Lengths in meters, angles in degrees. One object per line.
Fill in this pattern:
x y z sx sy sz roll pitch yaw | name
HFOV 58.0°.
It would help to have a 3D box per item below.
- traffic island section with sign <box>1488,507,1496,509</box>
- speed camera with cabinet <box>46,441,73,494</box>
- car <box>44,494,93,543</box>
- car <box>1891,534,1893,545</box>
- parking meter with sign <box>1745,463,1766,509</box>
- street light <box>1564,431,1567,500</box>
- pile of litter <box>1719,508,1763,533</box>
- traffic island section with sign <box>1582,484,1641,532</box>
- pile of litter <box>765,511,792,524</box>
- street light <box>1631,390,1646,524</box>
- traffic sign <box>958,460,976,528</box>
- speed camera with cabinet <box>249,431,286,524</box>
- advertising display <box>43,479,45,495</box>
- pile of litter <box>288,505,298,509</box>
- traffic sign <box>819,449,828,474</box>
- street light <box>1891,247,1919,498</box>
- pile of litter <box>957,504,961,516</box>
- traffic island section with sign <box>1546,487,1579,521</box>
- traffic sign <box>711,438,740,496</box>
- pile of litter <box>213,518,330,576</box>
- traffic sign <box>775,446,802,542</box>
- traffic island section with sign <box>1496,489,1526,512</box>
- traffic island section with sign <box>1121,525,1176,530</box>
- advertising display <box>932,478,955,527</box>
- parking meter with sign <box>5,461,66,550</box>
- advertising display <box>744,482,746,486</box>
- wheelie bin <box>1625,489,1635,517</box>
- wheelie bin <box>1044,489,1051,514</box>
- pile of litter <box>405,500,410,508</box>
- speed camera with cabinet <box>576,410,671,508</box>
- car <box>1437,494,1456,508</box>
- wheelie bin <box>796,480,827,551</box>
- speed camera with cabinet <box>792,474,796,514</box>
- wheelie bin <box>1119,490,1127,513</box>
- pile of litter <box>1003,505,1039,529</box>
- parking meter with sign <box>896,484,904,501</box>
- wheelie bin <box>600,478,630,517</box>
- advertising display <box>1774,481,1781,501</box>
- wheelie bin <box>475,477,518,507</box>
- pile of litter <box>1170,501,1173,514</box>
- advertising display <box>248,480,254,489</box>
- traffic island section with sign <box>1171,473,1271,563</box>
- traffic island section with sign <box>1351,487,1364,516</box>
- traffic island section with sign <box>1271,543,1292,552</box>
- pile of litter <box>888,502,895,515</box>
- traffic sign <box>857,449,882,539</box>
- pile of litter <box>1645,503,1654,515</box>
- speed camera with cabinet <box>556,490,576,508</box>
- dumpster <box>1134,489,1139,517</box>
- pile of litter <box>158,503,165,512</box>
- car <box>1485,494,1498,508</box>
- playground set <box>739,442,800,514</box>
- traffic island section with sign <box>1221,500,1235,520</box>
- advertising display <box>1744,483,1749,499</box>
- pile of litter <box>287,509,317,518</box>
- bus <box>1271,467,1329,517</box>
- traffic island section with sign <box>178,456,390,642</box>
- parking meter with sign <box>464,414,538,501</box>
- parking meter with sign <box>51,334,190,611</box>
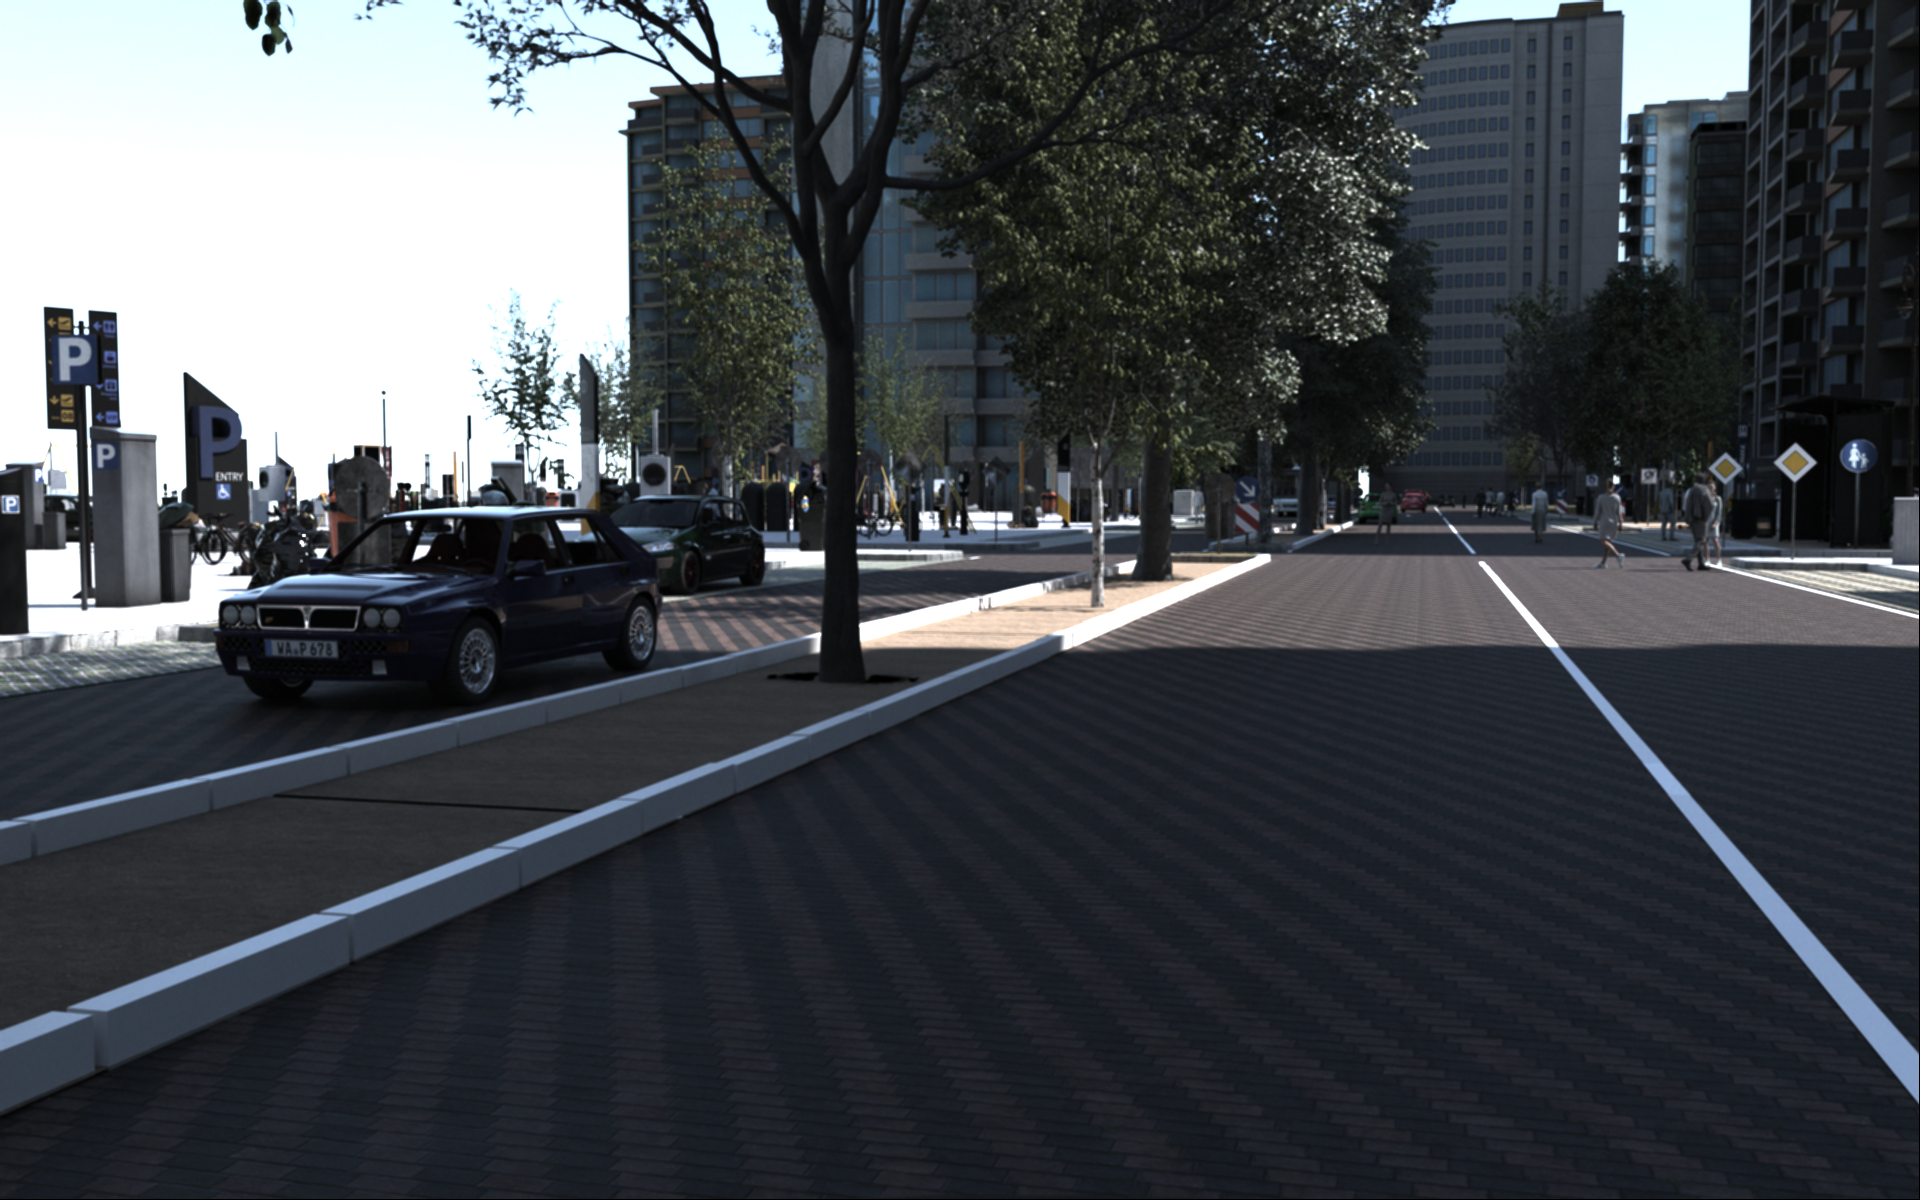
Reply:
51.546 -9.610 165.755 1.989 1.847 2.006 1 4 15 | traffic island section with sign
-33.115 -4.245 63.743 0.660 3.252 2.038 -2 4 -35 | speed camera with cabinet
-23.936 -2.285 47.147 4.222 1.686 2.009 1 4 15 | car
22.087 -1.672 36.132 4.718 1.807 1.959 1 4 13 | car
44.477 -6.129 96.473 1.738 3.016 0.543 -1 4 -15 | parking meter with sign
39.511 -8.571 112.927 0.468 5.910 1.993 1 4 15 | street light
25.845 -2.649 57.283 1.719 0.858 1.176 -1 4 -12 | pile of litter
24.889 -3.519 66.171 1.989 1.847 2.006 1 4 15 | traffic island section with sign
-7.959 -3.666 73.911 1.719 0.858 1.176 -1 4 -13 | pile of litter
29.434 -6.265 75.214 0.468 5.910 1.993 1 4 15 | street light
0.241 -3.961 64.862 0.768 2.556 0.104 2 4 25 | traffic sign
-22.028 -3.685 54.579 2.038 3.252 0.660 3 5 41 | speed camera with cabinet
-38.156 -4.039 71.258 0.123 1.923 0.974 3 4 39 | advertising display
-26.598 -3.327 68.354 1.176 0.858 1.719 -1 4 -10 | pile of litter
-3.516 -2.886 47.299 0.768 2.556 0.104 1 4 22 | traffic sign
17.930 -3.660 32.621 0.468 5.910 1.993 1 4 15 | street light
-0.084 -5.518 104.183 1.176 0.858 1.719 3 4 36 | pile of litter
31.922 -5.126 92.439 1.989 1.847 2.006 1 4 15 | traffic island section with sign
-5.374 -2.414 39.572 0.768 2.556 0.104 2 4 24 | traffic sign
-10.967 -0.825 27.458 1.719 0.858 1.176 2 4 25 | pile of litter
-4.584 -2.819 46.194 0.768 2.556 0.104 1 4 19 | traffic sign
44.569 -8.018 139.715 1.989 1.847 2.006 1 4 15 | traffic island section with sign
7.629 -3.729 69.593 1.989 1.847 2.006 1 4 15 | traffic island section with sign
-0.647 -3.858 68.289 0.974 1.923 0.123 -2 4 -26 | advertising display
-21.521 -2.666 39.853 1.738 3.016 0.543 0 4 4 | parking meter with sign
-11.453 -5.401 93.523 0.123 1.923 0.974 0 4 8 | advertising display
37.992 -5.554 98.718 0.980 1.594 0.693 1 4 13 | wheelie bin
5.506 -6.323 111.282 0.980 1.594 0.693 1 4 20 | wheelie bin
-41.126 -6.987 128.207 1.719 0.858 1.176 -3 5 -42 | pile of litter
-7.801 -2.816 40.382 2.038 3.252 0.660 0 4 -5 | speed camera with cabinet
51.829 -10.683 184.452 2.009 1.686 4.222 1 4 15 | car
-3.292 -1.903 39.017 0.693 1.594 0.980 0 4 5 | wheelie bin
-10.765 -7.200 112.058 0.660 3.252 2.038 0 4 7 | speed camera with cabinet
11.110 -6.828 119.543 0.693 1.594 0.980 1 4 17 | wheelie bin
2.269 -3.120 64.985 1.719 0.858 1.176 -3 4 -39 | pile of litter
-4.078 -7.846 124.547 1.738 3.016 0.543 -3 5 -43 | parking meter with sign
-6.924 -1.604 34.129 0.693 1.594 0.980 2 4 33 | wheelie bin
42.079 -5.089 88.420 0.974 1.923 0.123 3 5 45 | advertising display
-8.421 -1.445 31.527 0.693 1.594 0.980 -2 4 -30 | wheelie bin
13.612 -5.991 111.913 1.719 0.858 1.176 2 4 32 | pile of litter
-33.296 -4.634 80.982 0.974 1.923 0.123 3 5 41 | advertising display
5.418 -1.747 36.694 2.006 1.907 1.989 1 4 15 | traffic island section with sign
26.758 -6.624 116.444 2.006 1.907 1.989 1 4 15 | traffic island section with sign
7.342 -2.184 43.847 2.006 1.907 1.989 1 4 15 | traffic island section with sign
-3.948 -5.519 104.194 1.176 0.858 1.719 -3 5 -43 | pile of litter
-2.569 -2.985 48.915 0.768 2.556 0.104 1 4 18 | traffic sign
42.523 -5.698 107.132 1.176 0.858 1.719 3 4 37 | pile of litter
-16.443 -4.958 75.398 2.038 3.252 0.660 0 4 3 | speed camera with cabinet
10.462 -5.592 97.183 1.264 1.857 1.865 1 4 15 | dumpster
-37.115 -4.093 80.880 1.176 0.858 1.719 -3 5 -42 | pile of litter
52.266 -9.757 169.314 2.009 1.686 4.222 1 4 17 | car
-10.247 -6.747 97.095 5.637 4.214 5.302 2 4 26 | playground set
14.800 -5.368 96.397 1.989 1.847 2.006 1 4 15 | traffic island section with sign
44.766 -5.661 97.765 0.123 1.923 0.974 -3 5 -41 | advertising display
-15.443 -1.656 41.041 1.719 0.858 1.176 0 4 5 | pile of litter
22.037 -7.146 111.697 2.948 3.499 13.247 1 4 16 | bus
-6.341 -0.535 17.374 1.989 1.847 2.006 1 4 15 | traffic island section with sign
-10.042 -2.579 38.422 1.738 3.016 0.543 -1 4 -23 | parking meter with sign
-9.523 -1.440 19.807 0.543 3.016 1.738 1 4 9 | parking meter with sign
